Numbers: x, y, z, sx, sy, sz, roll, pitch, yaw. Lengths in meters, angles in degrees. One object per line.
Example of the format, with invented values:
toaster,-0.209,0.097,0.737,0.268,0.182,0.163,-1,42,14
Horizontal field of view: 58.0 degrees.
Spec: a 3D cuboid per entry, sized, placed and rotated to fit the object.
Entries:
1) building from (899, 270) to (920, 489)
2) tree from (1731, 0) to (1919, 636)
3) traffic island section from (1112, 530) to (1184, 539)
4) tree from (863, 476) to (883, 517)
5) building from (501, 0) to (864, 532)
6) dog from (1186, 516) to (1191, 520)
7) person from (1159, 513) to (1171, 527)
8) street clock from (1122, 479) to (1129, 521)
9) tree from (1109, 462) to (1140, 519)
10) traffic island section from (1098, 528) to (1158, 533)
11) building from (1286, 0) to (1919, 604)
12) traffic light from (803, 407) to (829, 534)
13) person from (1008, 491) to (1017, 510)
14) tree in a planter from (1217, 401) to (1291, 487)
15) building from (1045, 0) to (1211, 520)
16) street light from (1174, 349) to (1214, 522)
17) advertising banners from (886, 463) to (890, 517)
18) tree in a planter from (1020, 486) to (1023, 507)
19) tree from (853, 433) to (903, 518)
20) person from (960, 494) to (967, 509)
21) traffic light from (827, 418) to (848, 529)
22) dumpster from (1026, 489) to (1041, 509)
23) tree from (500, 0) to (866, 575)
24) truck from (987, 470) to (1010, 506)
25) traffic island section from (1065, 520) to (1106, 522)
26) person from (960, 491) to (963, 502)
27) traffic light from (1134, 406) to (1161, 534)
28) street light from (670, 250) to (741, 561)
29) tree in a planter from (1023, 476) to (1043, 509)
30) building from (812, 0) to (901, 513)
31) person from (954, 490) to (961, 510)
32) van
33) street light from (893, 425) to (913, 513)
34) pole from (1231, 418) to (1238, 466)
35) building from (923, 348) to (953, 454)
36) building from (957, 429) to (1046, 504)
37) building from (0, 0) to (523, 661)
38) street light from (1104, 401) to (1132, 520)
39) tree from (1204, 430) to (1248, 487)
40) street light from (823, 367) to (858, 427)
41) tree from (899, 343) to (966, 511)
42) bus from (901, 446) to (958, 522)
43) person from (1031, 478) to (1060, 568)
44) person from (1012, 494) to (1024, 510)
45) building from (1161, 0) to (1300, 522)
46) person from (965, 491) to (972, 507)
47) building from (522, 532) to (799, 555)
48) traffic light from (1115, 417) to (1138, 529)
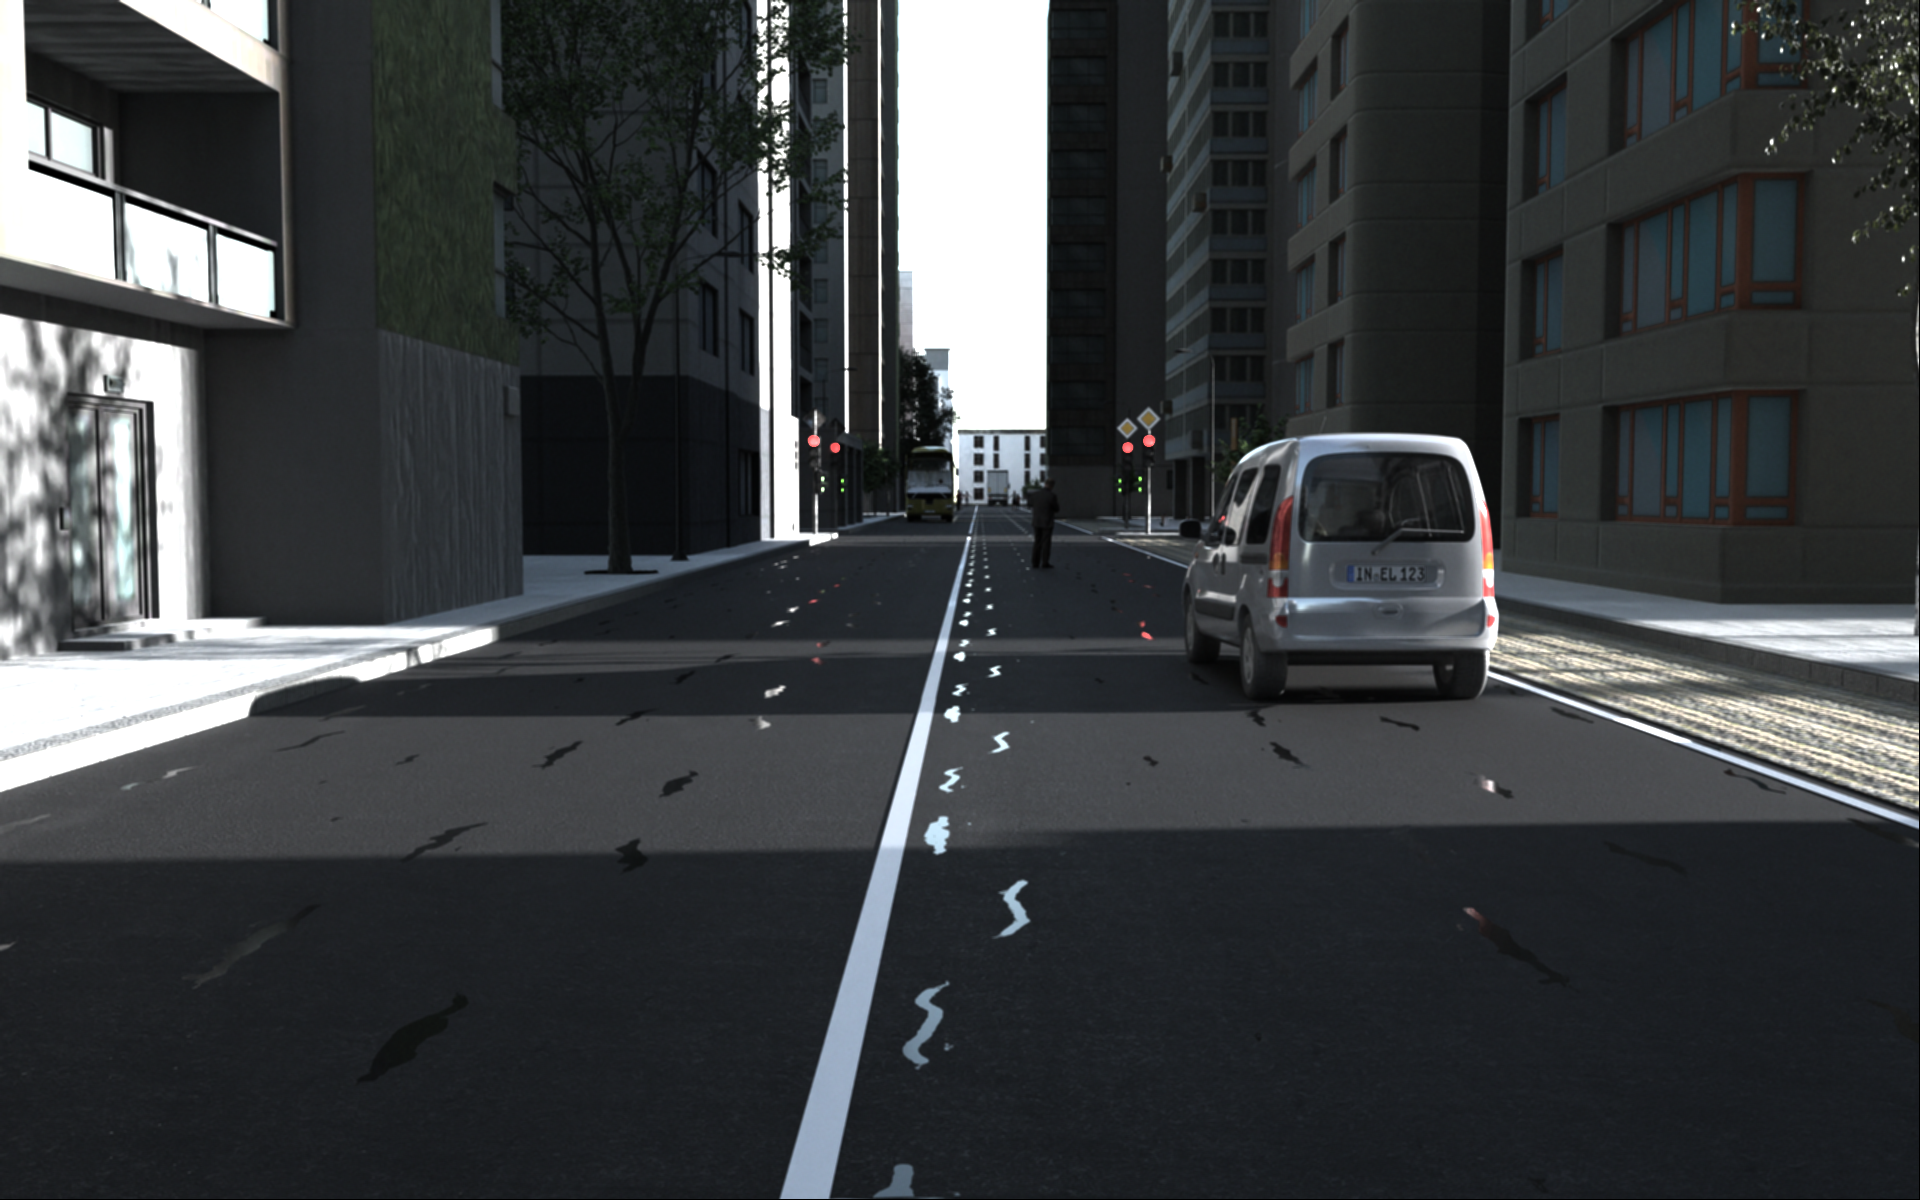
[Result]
building,-18.140,-19.106,156.362,27.936,21.610,32.646,0,4,1
tree,8.928,-3.971,15.286,4.360,8.622,3.978,0,3,0
traffic island section,6.066,-2.049,55.780,2.009,0.180,2.903,0,4,1
tree,-5.279,-6.253,96.839,1.663,3.219,1.824,0,3,0
building,-14.636,-38.750,71.817,20.563,71.187,20.611,0,4,1
dog,9.205,-3.195,69.973,0.550,0.427,0.748,0,4,7
person,8.065,-3.149,68.004,0.381,0.543,0.357,-3,4,-36
street clock,7.864,-4.767,82.510,0.358,2.002,0.471,0,4,-1
tree,8.773,-5.793,89.318,1.663,3.219,1.824,0,3,0
traffic island section,6.158,-2.537,63.765,2.009,0.180,2.903,0,4,1
building,22.842,-11.543,33.771,27.650,21.520,28.899,0,4,1
traffic light,-4.655,-4.089,55.773,0.839,4.253,0.868,0,4,1
person,4.864,-8.894,154.697,1.217,1.735,0.721,0,4,3
tree in a planter,5.799,-2.204,33.266,1.991,3.239,1.994,0,4,1
building,12.016,-20.204,102.041,14.160,30.474,14.107,0,4,1
street light,7.556,-5.082,55.636,1.470,5.913,1.316,0,4,1
advertising banners,-4.085,-6.187,97.351,0.090,3.025,2.074,0,4,2
tree in a planter,7.637,-11.940,192.444,1.991,3.239,1.994,0,4,1
tree,-5.428,-6.673,92.814,4.285,4.588,4.351,0,3,0
person,0.158,-9.281,163.428,0.628,1.438,0.799,3,5,39
traffic light,-4.563,-4.577,63.758,0.839,4.253,0.868,0,4,1
dumpster,7.107,-9.378,161.537,1.865,1.857,1.264,0,4,2
tree,-5.407,-6.237,27.724,9.928,11.665,9.643,0,3,0
truck,4.592,-13.494,209.547,2.839,4.237,11.283,0,4,2
traffic island section,6.441,-4.055,89.168,1.991,0.108,1.994,0,4,1
person,-0.043,-11.099,190.419,0.683,1.767,0.568,-1,4,-12
traffic light,6.026,-4.082,55.667,0.839,4.253,0.868,0,4,1
street light,-4.860,-3.709,33.187,1.470,5.913,1.316,0,4,1
tree in a planter,7.330,-10.291,165.483,1.991,3.239,1.994,0,4,1
building,-11.442,-26.532,117.396,14.154,41.232,14.086,0,4,1
person,-0.196,-8.735,151.251,0.705,1.831,1.348,2,4,28
van,2.792,-0.395,13.466,2.013,2.044,4.112,0,4,-1
street light,-3.843,-8.815,116.659,1.470,5.913,1.316,0,4,1
pole,7.348,-3.216,46.432,0.158,3.312,0.155,0,3,0
building,-6.698,-22.859,230.171,11.380,20.091,16.016,0,4,1
building,13.686,-17.446,227.388,28.070,9.664,9.099,0,4,1
building,-12.661,-20.212,14.064,14.154,41.232,14.086,0,4,1
street light,7.887,-6.962,86.364,1.470,5.913,1.316,0,4,1
tree,8.437,-3.516,52.088,1.663,3.219,1.824,0,3,0
street light,-4.448,-5.572,63.648,1.470,5.913,1.316,0,4,1
tree,-4.353,-13.145,131.933,9.611,12.733,9.660,0,3,0
bus,-1.583,-6.213,93.124,2.896,3.916,12.252,0,4,0
person,1.666,-1.499,33.704,0.565,1.739,0.600,1,4,10
person,5.110,-8.598,152.338,1.065,1.426,0.557,-1,4,-13
building,21.903,-23.574,77.314,23.993,40.220,32.217,0,4,1
person,0.763,-11.461,196.595,1.217,1.736,0.721,1,4,15
building,-15.689,-37.069,44.334,20.611,71.187,20.563,0,4,1
traffic light,6.118,-4.571,63.651,0.839,4.253,0.868,0,4,1
